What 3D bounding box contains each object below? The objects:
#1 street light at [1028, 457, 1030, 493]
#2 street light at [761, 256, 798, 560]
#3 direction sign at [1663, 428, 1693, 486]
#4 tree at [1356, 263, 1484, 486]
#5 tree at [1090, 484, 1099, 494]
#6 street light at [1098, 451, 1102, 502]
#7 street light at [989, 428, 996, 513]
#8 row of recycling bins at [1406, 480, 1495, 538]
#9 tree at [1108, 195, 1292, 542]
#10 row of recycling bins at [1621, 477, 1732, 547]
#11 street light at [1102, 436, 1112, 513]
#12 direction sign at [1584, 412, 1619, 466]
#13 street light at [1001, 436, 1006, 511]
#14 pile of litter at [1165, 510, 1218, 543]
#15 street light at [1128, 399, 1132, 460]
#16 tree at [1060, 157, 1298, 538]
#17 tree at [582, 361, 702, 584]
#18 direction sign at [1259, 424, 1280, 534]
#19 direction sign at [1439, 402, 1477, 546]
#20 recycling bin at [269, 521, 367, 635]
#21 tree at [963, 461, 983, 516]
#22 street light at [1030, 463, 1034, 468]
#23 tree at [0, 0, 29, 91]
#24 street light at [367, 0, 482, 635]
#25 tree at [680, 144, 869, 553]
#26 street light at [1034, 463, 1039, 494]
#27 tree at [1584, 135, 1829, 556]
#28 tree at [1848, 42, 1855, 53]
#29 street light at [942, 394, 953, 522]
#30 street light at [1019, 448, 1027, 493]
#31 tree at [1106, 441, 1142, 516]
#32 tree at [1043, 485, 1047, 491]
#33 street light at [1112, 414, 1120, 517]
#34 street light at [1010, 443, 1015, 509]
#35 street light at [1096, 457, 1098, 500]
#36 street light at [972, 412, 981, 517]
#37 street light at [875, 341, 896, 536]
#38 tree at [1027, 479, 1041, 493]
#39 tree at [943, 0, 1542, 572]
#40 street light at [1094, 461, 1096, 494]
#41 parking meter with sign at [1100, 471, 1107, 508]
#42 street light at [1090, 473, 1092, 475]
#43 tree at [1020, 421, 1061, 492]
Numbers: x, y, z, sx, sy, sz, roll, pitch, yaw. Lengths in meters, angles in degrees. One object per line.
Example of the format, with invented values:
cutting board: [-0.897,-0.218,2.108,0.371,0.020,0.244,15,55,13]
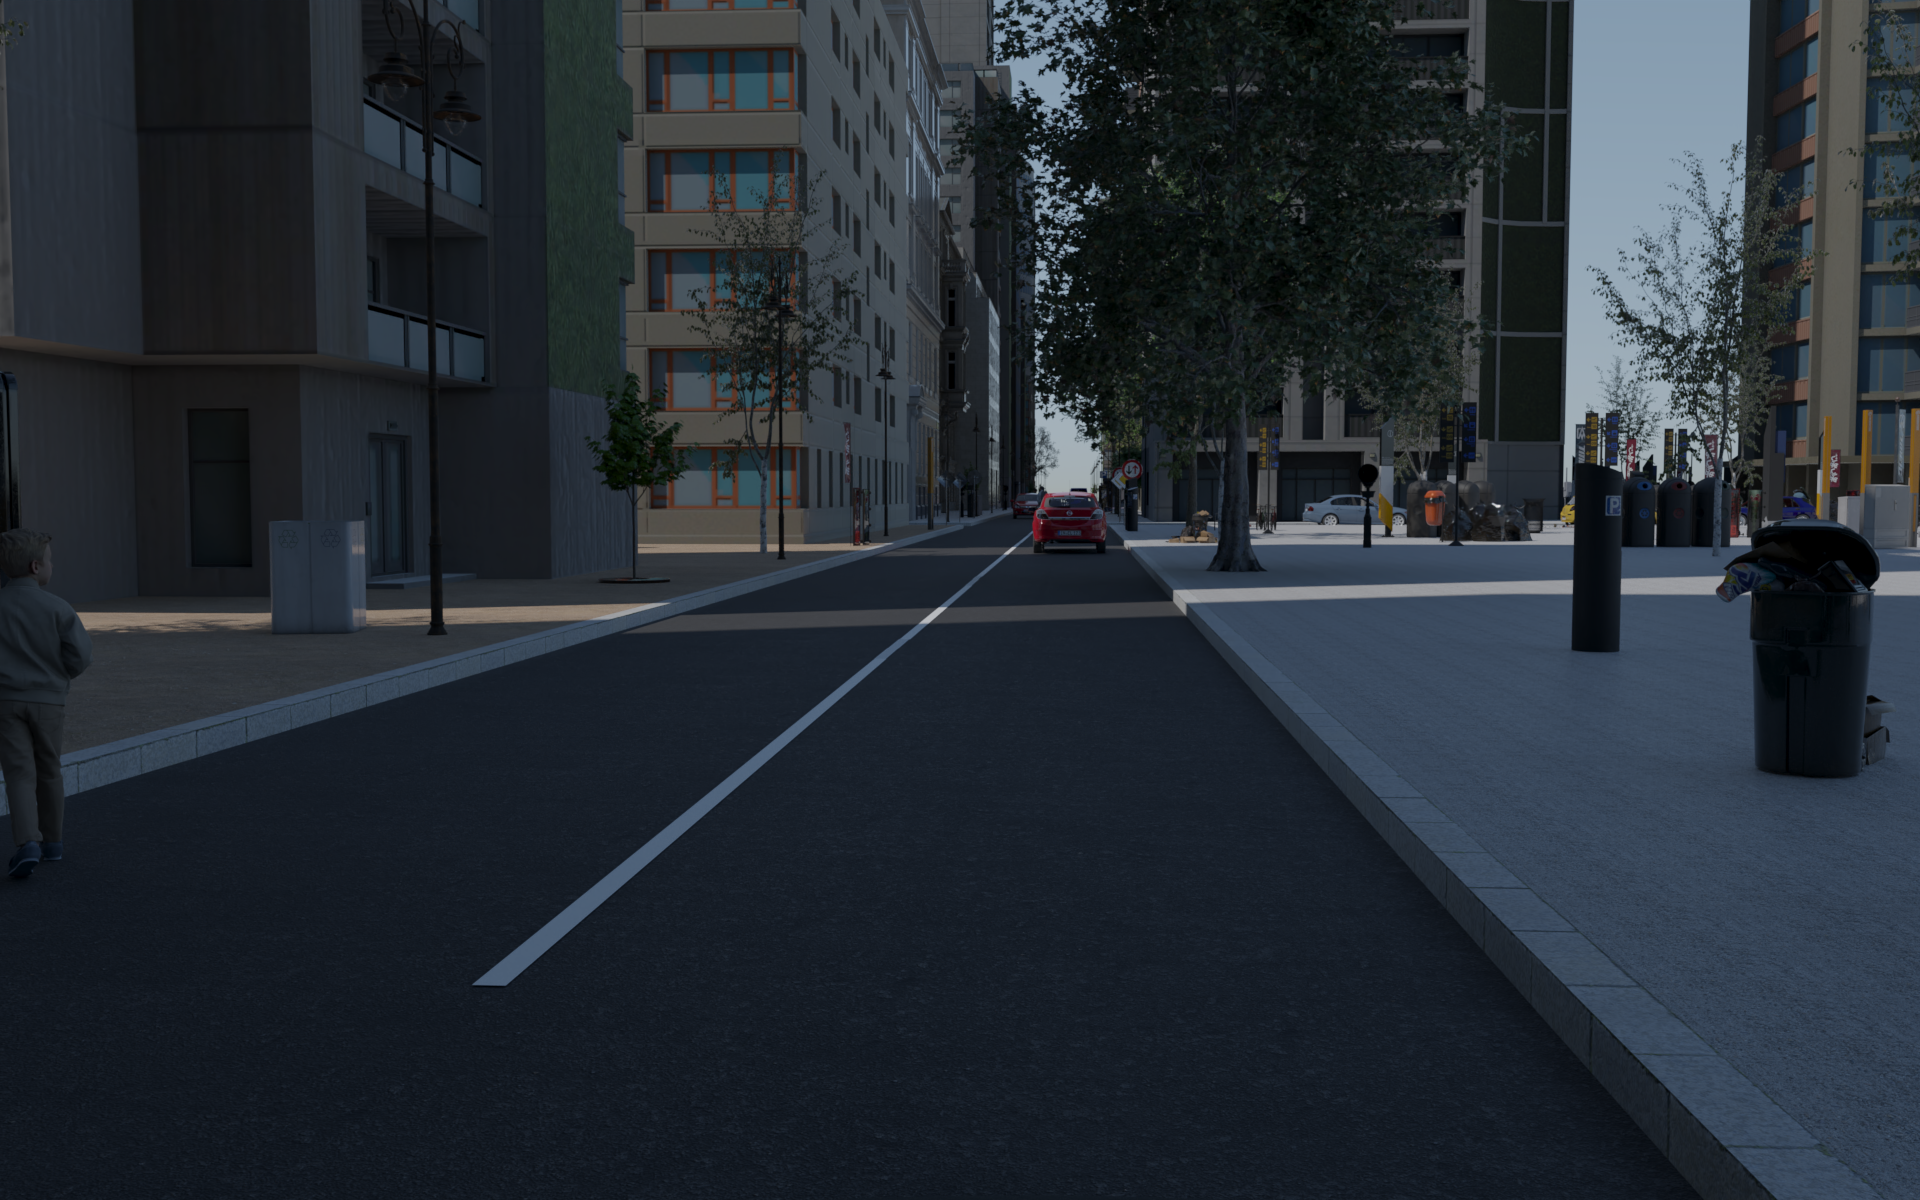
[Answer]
street light: [7.250,-13.408,192.005,0.468,5.910,1.993,0,4,4]
street light: [-3.502,-3.732,33.804,0.468,5.910,1.993,0,4,4]
direction sign: [24.669,-4.146,59.779,0.876,3.537,0.379,-1,4,-12]
tree: [14.964,-6.457,55.936,4.360,8.622,3.978,0,3,0]
tree: [21.169,-17.002,272.591,1.663,3.219,1.824,0,3,0]
street light: [12.866,-11.148,155.065,0.468,5.910,1.993,0,4,4]
street light: [2.141,-8.763,116.067,0.468,5.910,1.993,0,4,4]
row of recycling bins: [14.801,-2.743,51.969,3.534,1.692,1.069,-2,4,-35]
tree: [5.799,-5.364,38.059,4.737,8.622,4.395,0,3,0]
row of recycling bins: [16.850,-2.132,41.979,3.534,1.692,1.069,0,4,-3]
street light: [11.529,-9.901,134.663,0.468,5.910,1.993,0,4,4]
direction sign: [17.842,-3.439,48.227,0.876,3.537,0.379,1,4,13]
street light: [3.347,-9.876,134.259,0.468,5.910,1.993,0,4,4]
pile of litter: [6.244,-1.925,45.440,1.719,0.858,1.176,3,5,45]
street light: [7.748,-6.525,79.479,0.468,5.910,1.993,0,4,4]
tree: [6.952,-7.637,50.614,9.928,11.665,9.643,0,3,0]
tree: [-4.812,-1.861,25.026,1.663,3.219,1.824,0,3,0]
direction sign: [9.987,-3.915,56.013,0.379,3.537,0.876,-3,4,-37]
direction sign: [12.271,-3.103,42.729,0.876,3.537,0.379,0,4,5]
recycling bin: [-5.988,-0.222,16.177,0.722,1.027,0.722,-1,4,-8]
tree: [0.521,-6.532,101.394,1.663,3.219,1.824,0,3,0]
street light: [8.497,-14.576,211.099,0.468,5.910,1.993,0,4,4]
tree: [-10.368,-3.920,14.460,4.360,8.622,3.978,0,3,0]
street light: [-4.767,-2.619,15.615,0.468,5.910,1.993,0,4,4]
tree: [-4.176,-5.331,37.518,4.360,8.622,3.978,0,3,0]
street light: [9.816,-15.688,229.283,0.468,5.910,1.993,0,4,4]
tree: [15.417,-5.213,35.600,4.360,8.622,3.978,0,3,0]
tree: [11.828,-4.171,18.559,4.360,8.622,3.978,0,3,0]
street light: [-0.548,-6.497,79.019,0.468,5.910,1.993,0,4,4]
street light: [6.162,-12.295,173.804,0.468,5.910,1.993,0,4,4]
tree: [10.185,-7.278,102.701,4.285,4.588,4.351,0,3,0]
tree: [13.273,-17.780,285.295,1.663,3.219,1.824,0,3,0]
street light: [8.982,-7.638,97.669,0.468,5.910,1.993,0,4,4]
street light: [4.729,-11.169,155.394,0.468,5.910,1.993,0,4,4]
street light: [14.163,-12.274,173.474,0.468,5.910,1.993,0,4,4]
street light: [0.928,-7.641,97.726,0.468,5.910,1.993,0,4,4]
street light: [-2.249,-4.880,52.568,0.468,5.910,1.993,0,4,4]
tree: [8.846,-13.572,216.496,1.663,3.219,1.824,0,3,0]
tree: [4.570,-6.833,28.724,9.611,12.733,9.660,0,3,0]
street light: [15.421,-13.423,192.247,0.468,5.910,1.993,0,4,4]
parking meter with sign: [10.932,-8.277,131.594,0.543,3.016,1.738,0,4,7]
street light: [18.591,-16.292,239.157,0.468,5.910,1.993,0,4,4]
tree: [9.080,-17.560,221.513,8.767,10.594,7.601,1,4,17]
